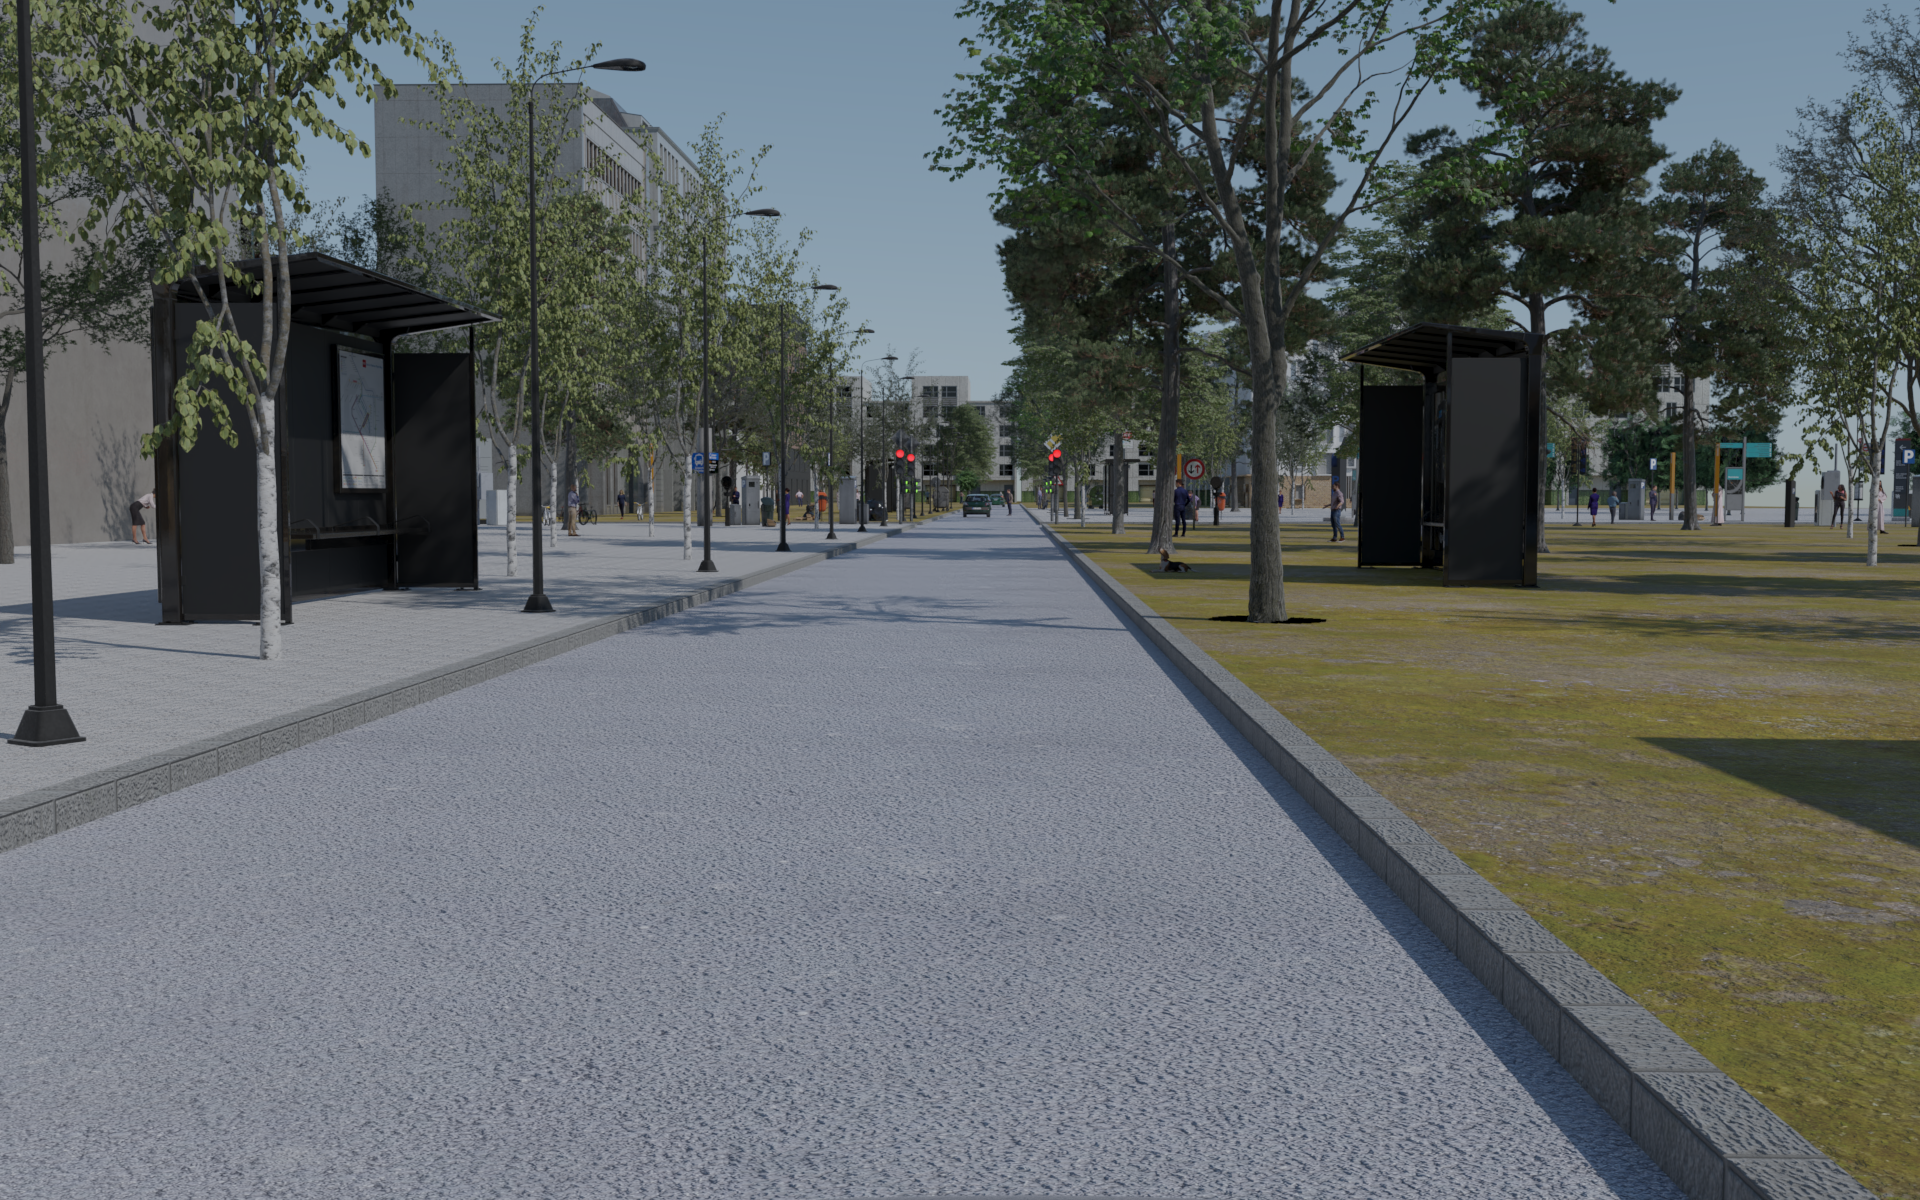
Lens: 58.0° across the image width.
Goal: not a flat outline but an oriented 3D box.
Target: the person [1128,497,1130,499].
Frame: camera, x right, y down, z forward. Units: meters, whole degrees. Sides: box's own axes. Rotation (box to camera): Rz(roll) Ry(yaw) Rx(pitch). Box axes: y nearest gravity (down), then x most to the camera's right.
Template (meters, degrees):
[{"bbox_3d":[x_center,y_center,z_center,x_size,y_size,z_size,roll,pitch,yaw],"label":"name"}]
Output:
[{"bbox_3d":[14.103,-8.602,148.648,0.963,1.587,0.435,0,4,6],"label":"person"}]

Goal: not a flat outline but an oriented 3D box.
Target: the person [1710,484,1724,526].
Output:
[{"bbox_3d":[30.424,-3.849,69.637,0.621,1.740,0.551,0,4,3],"label":"person"}]

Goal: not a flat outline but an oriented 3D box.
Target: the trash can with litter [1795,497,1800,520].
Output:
[{"bbox_3d":[40.140,-4.422,83.691,0.624,1.170,1.055,1,4,10],"label":"trash can with litter"}]

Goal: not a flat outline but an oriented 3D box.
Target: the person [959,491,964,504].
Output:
[{"bbox_3d":[0.239,-13.563,228.505,0.721,1.736,1.217,-3,5,-42],"label":"person"}]

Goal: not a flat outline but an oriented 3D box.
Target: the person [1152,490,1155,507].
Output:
[{"bbox_3d":[17.056,-8.792,151.253,0.566,1.644,0.517,-1,4,-15],"label":"person"}]

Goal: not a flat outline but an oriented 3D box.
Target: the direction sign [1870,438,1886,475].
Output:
[{"bbox_3d":[37.073,-4.773,70.030,0.379,3.537,0.876,-1,4,-9],"label":"direction sign"}]

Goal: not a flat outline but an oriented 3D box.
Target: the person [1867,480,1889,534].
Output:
[{"bbox_3d":[29.519,-2.998,55.733,0.551,1.740,0.621,-2,4,-33],"label":"person"}]

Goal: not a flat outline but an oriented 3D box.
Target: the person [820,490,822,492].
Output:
[{"bbox_3d":[-16.151,-11.939,201.270,1.348,1.821,0.705,-2,4,-27],"label":"person"}]

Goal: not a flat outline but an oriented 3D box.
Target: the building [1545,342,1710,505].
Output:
[{"bbox_3d":[68.710,-20.615,203.510,31.486,18.905,16.747,0,4,2],"label":"building"}]

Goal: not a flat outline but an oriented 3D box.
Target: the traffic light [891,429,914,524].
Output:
[{"bbox_3d":[-2.494,-5.137,73.240,0.839,4.213,0.868,0,4,2],"label":"traffic light"}]

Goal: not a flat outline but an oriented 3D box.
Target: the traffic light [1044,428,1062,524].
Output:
[{"bbox_3d":[4.065,-5.127,73.068,0.839,4.213,0.868,0,4,2],"label":"traffic light"}]

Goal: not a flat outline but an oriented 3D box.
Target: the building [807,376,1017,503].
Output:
[{"bbox_3d":[-6.994,-24.539,267.669,31.486,18.905,16.747,0,4,2],"label":"building"}]

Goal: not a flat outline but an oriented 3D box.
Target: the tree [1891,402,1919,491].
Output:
[{"bbox_3d":[59.701,-8.362,99.629,11.467,7.101,20.602,-1,4,-10],"label":"tree"}]

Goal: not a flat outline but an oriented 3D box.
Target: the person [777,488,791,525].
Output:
[{"bbox_3d":[-7.192,-3.811,70.717,0.546,1.535,0.453,0,4,-6],"label":"person"}]

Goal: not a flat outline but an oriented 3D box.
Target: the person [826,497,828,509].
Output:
[{"bbox_3d":[-12.002,-8.775,152.698,0.799,1.438,0.628,-3,5,-39],"label":"person"}]

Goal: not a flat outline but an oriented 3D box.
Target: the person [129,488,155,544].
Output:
[{"bbox_3d":[-20.778,-2.142,44.258,0.628,1.438,0.799,2,4,25],"label":"person"}]

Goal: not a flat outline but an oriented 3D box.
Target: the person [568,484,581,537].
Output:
[{"bbox_3d":[-11.700,-2.712,52.450,0.319,1.574,0.516,-2,4,-29],"label":"person"}]

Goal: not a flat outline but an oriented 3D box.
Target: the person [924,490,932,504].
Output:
[{"bbox_3d":[-4.071,-13.092,220.086,1.348,1.826,0.705,2,4,33],"label":"person"}]

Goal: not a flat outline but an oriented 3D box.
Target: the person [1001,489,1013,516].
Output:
[{"bbox_3d":[3.091,-6.447,114.446,0.750,1.759,0.617,-1,4,-11],"label":"person"}]

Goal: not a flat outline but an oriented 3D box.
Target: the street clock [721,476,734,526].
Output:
[{"bbox_3d":[-9.256,-3.935,68.915,0.471,2.002,0.358,0,4,4],"label":"street clock"}]

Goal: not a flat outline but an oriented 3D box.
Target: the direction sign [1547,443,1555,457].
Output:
[{"bbox_3d":[26.730,-5.698,81.917,2.525,3.948,1.411,1,4,15],"label":"direction sign"}]

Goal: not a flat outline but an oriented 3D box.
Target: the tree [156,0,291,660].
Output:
[{"bbox_3d":[-5.580,-3.838,13.120,4.737,8.622,4.395,0,3,0],"label":"tree"}]

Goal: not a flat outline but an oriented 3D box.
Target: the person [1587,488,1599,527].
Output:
[{"bbox_3d":[24.765,-3.636,67.858,0.453,1.535,0.546,-2,4,-25],"label":"person"}]

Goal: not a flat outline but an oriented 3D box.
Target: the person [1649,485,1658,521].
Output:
[{"bbox_3d":[33.017,-4.619,82.486,0.541,1.710,0.530,-2,4,-24],"label":"person"}]

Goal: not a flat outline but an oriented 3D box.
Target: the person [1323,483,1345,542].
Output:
[{"bbox_3d":[9.968,-2.324,46.000,0.435,1.587,0.963,-1,4,-15],"label":"person"}]

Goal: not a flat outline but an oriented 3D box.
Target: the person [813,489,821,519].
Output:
[{"bbox_3d":[-7.126,-4.837,87.340,0.499,1.552,0.429,2,4,32],"label":"person"}]

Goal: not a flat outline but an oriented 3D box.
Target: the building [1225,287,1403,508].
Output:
[{"bbox_3d":[34.194,-18.809,163.947,16.016,20.091,11.380,0,4,2],"label":"building"}]

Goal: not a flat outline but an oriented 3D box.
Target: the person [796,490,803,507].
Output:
[{"bbox_3d":[-16.004,-10.132,172.640,0.756,1.711,0.436,0,4,-5],"label":"person"}]

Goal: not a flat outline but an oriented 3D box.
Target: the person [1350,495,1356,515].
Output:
[{"bbox_3d":[23.804,-5.934,103.615,0.990,1.755,0.434,1,4,18],"label":"person"}]

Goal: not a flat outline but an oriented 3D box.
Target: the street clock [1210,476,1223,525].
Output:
[{"bbox_3d":[10.479,-4.048,70.748,0.471,2.002,0.358,2,4,33],"label":"street clock"}]

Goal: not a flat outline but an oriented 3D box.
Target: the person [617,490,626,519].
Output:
[{"bbox_3d":[-17.303,-4.889,88.527,0.480,1.512,0.613,-1,4,-22],"label":"person"}]

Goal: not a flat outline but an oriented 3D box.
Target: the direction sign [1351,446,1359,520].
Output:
[{"bbox_3d":[20.020,-5.878,84.864,1.411,3.948,2.525,0,4,-1],"label":"direction sign"}]

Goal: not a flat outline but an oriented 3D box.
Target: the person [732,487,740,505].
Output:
[{"bbox_3d":[-13.710,-6.057,105.772,0.576,1.737,0.504,1,4,13],"label":"person"}]

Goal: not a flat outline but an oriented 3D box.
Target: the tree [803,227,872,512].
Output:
[{"bbox_3d":[-4.521,-5.756,44.467,4.737,8.622,4.395,0,3,0],"label":"tree"}]

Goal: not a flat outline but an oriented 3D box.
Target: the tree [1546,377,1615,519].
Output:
[{"bbox_3d":[31.488,-8.523,89.706,4.737,8.622,4.395,0,3,0],"label":"tree"}]

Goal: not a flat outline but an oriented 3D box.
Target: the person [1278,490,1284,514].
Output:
[{"bbox_3d":[20.680,-6.324,111.814,0.453,1.535,0.546,0,4,-3],"label":"person"}]

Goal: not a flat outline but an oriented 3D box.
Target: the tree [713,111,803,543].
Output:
[{"bbox_3d":[-5.397,-5.111,33.930,4.737,8.622,4.395,0,3,0],"label":"tree"}]

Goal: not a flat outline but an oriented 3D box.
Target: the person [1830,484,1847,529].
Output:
[{"bbox_3d":[32.075,-3.409,63.252,0.593,1.643,0.415,0,4,-8],"label":"person"}]

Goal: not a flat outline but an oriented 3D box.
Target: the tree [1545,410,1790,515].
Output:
[{"bbox_3d":[46.766,-9.084,111.431,11.467,7.101,20.602,-1,4,-18],"label":"tree"}]

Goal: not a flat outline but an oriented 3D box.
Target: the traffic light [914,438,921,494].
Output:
[{"bbox_3d":[-2.265,-5.626,81.221,0.839,4.213,0.868,0,4,2],"label":"traffic light"}]

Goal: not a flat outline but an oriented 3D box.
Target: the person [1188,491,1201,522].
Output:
[{"bbox_3d":[10.875,-4.350,80.394,0.697,1.427,0.421,-2,4,-25],"label":"person"}]

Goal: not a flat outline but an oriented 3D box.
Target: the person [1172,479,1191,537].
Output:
[{"bbox_3d":[6.570,-2.771,52.050,0.576,1.737,0.504,-3,4,-38],"label":"person"}]

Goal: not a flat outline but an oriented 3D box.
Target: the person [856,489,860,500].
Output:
[{"bbox_3d":[-9.070,-8.926,152.646,0.551,1.740,0.621,-3,5,-40],"label":"person"}]

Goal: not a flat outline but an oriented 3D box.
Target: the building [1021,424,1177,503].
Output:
[{"bbox_3d":[25.225,-24.488,266.837,31.486,18.905,16.747,0,4,2],"label":"building"}]

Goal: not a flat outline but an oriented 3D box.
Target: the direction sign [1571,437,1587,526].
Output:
[{"bbox_3d":[24.767,-4.733,69.387,0.379,3.537,0.876,-1,4,-20],"label":"direction sign"}]

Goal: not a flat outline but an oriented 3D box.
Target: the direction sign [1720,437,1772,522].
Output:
[{"bbox_3d":[36.534,-5.660,81.306,2.525,3.948,1.411,0,4,0],"label":"direction sign"}]

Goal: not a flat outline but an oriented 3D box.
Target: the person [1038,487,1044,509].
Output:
[{"bbox_3d":[6.922,-8.630,147.012,0.599,1.838,0.709,1,4,22],"label":"person"}]

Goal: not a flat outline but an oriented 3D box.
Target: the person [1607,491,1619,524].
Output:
[{"bbox_3d":[29.200,-4.083,77.463,0.429,1.552,0.499,0,4,-2],"label":"person"}]

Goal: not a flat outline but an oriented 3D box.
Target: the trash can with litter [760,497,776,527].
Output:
[{"bbox_3d":[-7.405,-3.440,67.628,0.624,1.170,1.055,-2,4,-24],"label":"trash can with litter"}]

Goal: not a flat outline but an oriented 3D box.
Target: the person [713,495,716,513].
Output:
[{"bbox_3d":[-16.530,-6.659,117.459,0.613,1.512,0.480,0,4,8],"label":"person"}]
